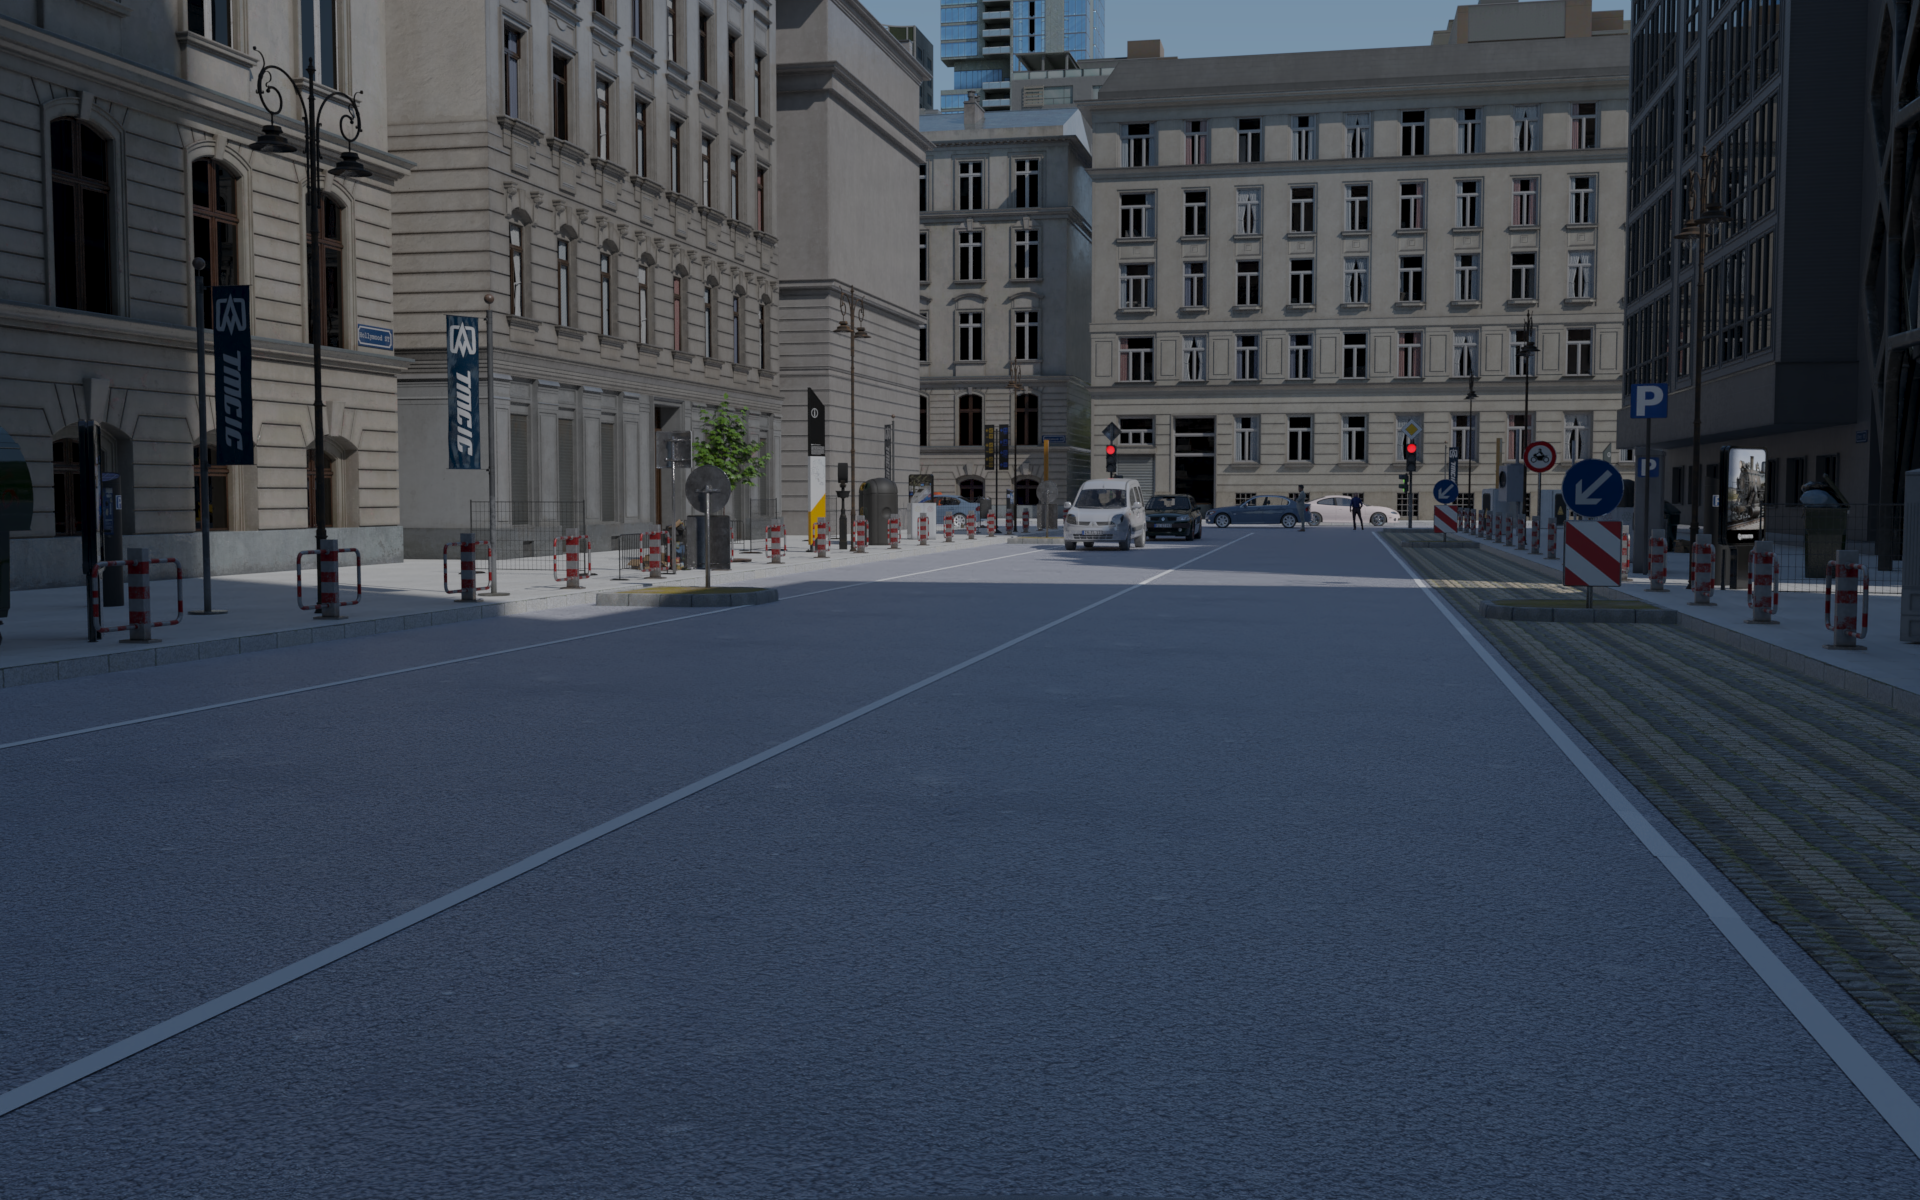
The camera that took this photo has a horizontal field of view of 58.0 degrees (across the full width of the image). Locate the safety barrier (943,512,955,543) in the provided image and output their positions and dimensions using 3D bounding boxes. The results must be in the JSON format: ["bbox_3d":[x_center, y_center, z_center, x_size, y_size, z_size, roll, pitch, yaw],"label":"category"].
[{"bbox_3d":[-0.297,-1.936,45.936,0.300,0.817,1.120,1,4,12],"label":"safety barrier"}]

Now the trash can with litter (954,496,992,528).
[{"bbox_3d":[0.586,-3.329,65.489,2.233,1.210,1.678,-2,4,-34],"label":"trash can with litter"}]

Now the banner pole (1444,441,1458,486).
[{"bbox_3d":[22.967,-5.577,81.204,0.863,3.779,0.401,3,5,40],"label":"banner pole"}]

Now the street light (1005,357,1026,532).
[{"bbox_3d":[1.871,-5.238,58.436,0.468,5.910,1.993,1,4,12],"label":"street light"}]

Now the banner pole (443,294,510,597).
[{"bbox_3d":[-6.035,-1.931,21.583,0.401,3.779,0.863,3,5,40],"label":"banner pole"}]

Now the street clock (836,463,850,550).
[{"bbox_3d":[-2.703,-2.168,40.023,0.358,2.002,0.471,0,4,-1],"label":"street clock"}]

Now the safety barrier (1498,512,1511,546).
[{"bbox_3d":[13.488,-1.727,42.514,0.300,0.817,1.120,1,4,12],"label":"safety barrier"}]

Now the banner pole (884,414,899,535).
[{"bbox_3d":[-2.205,-3.953,54.650,0.401,3.779,0.863,-2,4,-29],"label":"banner pole"}]

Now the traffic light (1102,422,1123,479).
[{"bbox_3d":[5.884,-4.783,67.127,0.839,4.253,0.868,1,4,12],"label":"traffic light"}]

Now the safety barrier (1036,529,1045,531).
[{"bbox_3d":[2.796,-2.802,60.084,0.300,0.817,1.120,1,4,12],"label":"safety barrier"}]

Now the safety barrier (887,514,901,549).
[{"bbox_3d":[-1.529,-1.592,40.301,0.300,0.817,1.120,1,4,12],"label":"safety barrier"}]

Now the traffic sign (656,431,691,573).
[{"bbox_3d":[-4.628,-1.582,28.003,0.606,2.300,0.079,1,4,13],"label":"traffic sign"}]

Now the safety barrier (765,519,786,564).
[{"bbox_3d":[-3.382,-1.073,31.825,0.300,0.817,1.120,1,4,12],"label":"safety barrier"}]

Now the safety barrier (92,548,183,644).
[{"bbox_3d":[-7.076,-0.040,14.929,0.300,0.817,1.120,1,4,12],"label":"safety barrier"}]

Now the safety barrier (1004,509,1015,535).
[{"bbox_3d":[1.554,-2.455,54.417,0.300,0.817,1.120,1,4,12],"label":"safety barrier"}]

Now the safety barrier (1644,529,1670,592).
[{"bbox_3d":[9.174,-0.520,22.777,0.300,0.817,1.120,1,4,12],"label":"safety barrier"}]

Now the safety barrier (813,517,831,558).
[{"bbox_3d":[-2.766,-1.246,34.651,0.300,0.817,1.120,1,4,12],"label":"safety barrier"}]

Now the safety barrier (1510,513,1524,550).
[{"bbox_3d":[12.873,-1.555,39.695,0.300,0.817,1.120,1,4,12],"label":"safety barrier"}]

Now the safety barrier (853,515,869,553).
[{"bbox_3d":[-2.144,-1.419,37.473,0.300,0.817,1.120,1,4,12],"label":"safety barrier"}]

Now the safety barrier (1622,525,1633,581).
[{"bbox_3d":[9.786,-0.692,25.594,0.300,0.817,1.120,1,4,12],"label":"safety barrier"}]

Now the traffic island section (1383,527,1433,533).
[{"bbox_3d":[16.878,-2.604,64.863,2.009,0.180,2.903,1,4,12],"label":"traffic island section"}]

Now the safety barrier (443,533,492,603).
[{"bbox_3d":[-5.838,-0.384,20.560,0.300,0.817,1.120,1,4,12],"label":"safety barrier"}]

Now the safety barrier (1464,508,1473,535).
[{"bbox_3d":[15.962,-2.420,53.836,0.300,0.817,1.120,1,4,12],"label":"safety barrier"}]

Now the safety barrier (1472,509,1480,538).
[{"bbox_3d":[15.344,-2.247,51.006,0.300,0.817,1.120,1,4,12],"label":"safety barrier"}]

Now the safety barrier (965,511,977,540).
[{"bbox_3d":[0.318,-2.109,48.761,0.300,0.817,1.120,1,4,12],"label":"safety barrier"}]

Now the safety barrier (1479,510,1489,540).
[{"bbox_3d":[14.727,-2.074,48.190,0.300,0.817,1.120,1,4,12],"label":"safety barrier"}]

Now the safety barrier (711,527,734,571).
[{"bbox_3d":[-3.995,-0.901,29.009,0.300,0.817,1.120,1,4,12],"label":"safety barrier"}]

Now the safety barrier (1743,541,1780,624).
[{"bbox_3d":[7.940,-0.174,17.128,0.300,0.817,1.120,1,4,12],"label":"safety barrier"}]

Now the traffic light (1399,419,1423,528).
[{"bbox_3d":[16.841,-4.638,64.757,0.839,4.253,0.868,1,4,12],"label":"traffic light"}]

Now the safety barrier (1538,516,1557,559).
[{"bbox_3d":[11.636,-1.209,34.042,0.300,0.817,1.120,1,4,12],"label":"safety barrier"}]

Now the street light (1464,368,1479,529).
[{"bbox_3d":[18.823,-5.572,63.896,0.468,5.910,1.993,1,4,12],"label":"street light"}]

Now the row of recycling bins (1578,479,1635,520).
[{"bbox_3d":[18.315,-2.558,48.934,1.069,1.692,3.534,0,4,3],"label":"row of recycling bins"}]

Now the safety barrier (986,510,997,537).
[{"bbox_3d":[0.935,-2.281,51.577,0.300,0.817,1.120,1,4,12],"label":"safety barrier"}]

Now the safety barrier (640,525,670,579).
[{"bbox_3d":[-4.612,-0.729,26.193,0.300,0.817,1.120,1,4,12],"label":"safety barrier"}]

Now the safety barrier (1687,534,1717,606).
[{"bbox_3d":[8.559,-0.347,19.954,0.300,0.817,1.120,1,4,12],"label":"safety barrier"}]

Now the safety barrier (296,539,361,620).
[{"bbox_3d":[-6.455,-0.212,17.744,0.300,0.817,1.120,1,4,12],"label":"safety barrier"}]

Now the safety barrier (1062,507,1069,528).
[{"bbox_3d":[4.025,-3.147,65.721,0.300,0.817,1.120,1,4,12],"label":"safety barrier"}]

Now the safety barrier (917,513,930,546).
[{"bbox_3d":[-0.914,-1.764,43.117,0.300,0.817,1.120,1,4,12],"label":"safety barrier"}]

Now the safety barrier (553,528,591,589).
[{"bbox_3d":[-5.229,-0.557,23.377,0.300,0.817,1.120,1,4,12],"label":"safety barrier"}]

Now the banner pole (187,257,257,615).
[{"bbox_3d":[-7.835,-1.734,18.375,0.863,3.779,0.401,1,4,16],"label":"banner pole"}]

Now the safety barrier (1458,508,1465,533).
[{"bbox_3d":[16.577,-2.592,56.661,0.300,0.817,1.120,1,4,12],"label":"safety barrier"}]

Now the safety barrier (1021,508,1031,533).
[{"bbox_3d":[2.176,-2.629,57.257,0.300,0.817,1.120,1,4,12],"label":"safety barrier"}]

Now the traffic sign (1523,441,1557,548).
[{"bbox_3d":[13.855,-2.527,41.422,0.768,2.556,0.104,1,4,22],"label":"traffic sign"}]

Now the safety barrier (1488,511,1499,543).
[{"bbox_3d":[14.104,-1.901,45.349,0.300,0.817,1.120,1,4,12],"label":"safety barrier"}]

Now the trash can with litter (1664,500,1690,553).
[{"bbox_3d":[15.726,-1.630,38.034,0.624,1.170,1.055,-2,4,-29],"label":"trash can with litter"}]

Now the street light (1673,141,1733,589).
[{"bbox_3d":[9.887,-3.082,23.186,0.468,5.910,1.993,1,4,12],"label":"street light"}]

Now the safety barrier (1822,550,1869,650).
[{"bbox_3d":[7.323,-0.002,14.312,0.300,0.817,1.120,1,4,12],"label":"safety barrier"}]

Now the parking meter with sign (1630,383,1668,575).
[{"bbox_3d":[11.231,-1.949,28.130,0.543,3.016,1.738,2,4,26],"label":"parking meter with sign"}]

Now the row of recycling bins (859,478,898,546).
[{"bbox_3d":[-2.081,-2.306,44.812,1.069,1.692,3.534,0,4,-5],"label":"row of recycling bins"}]

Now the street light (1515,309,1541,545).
[{"bbox_3d":[14.240,-4.329,43.568,0.468,5.910,1.993,1,4,12],"label":"street light"}]

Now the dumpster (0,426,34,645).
[{"bbox_3d":[-8.470,-0.663,13.338,1.502,2.255,1.985,1,4,12],"label":"dumpster"}]

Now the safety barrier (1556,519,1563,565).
[{"bbox_3d":[11.021,-1.037,31.226,0.300,0.817,1.120,1,4,12],"label":"safety barrier"}]

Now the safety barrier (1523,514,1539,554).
[{"bbox_3d":[12.253,-1.382,36.872,0.300,0.817,1.120,1,4,12],"label":"safety barrier"}]

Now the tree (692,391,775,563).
[{"bbox_3d":[-4.326,-2.332,32.727,1.663,3.219,1.824,0,3,0],"label":"tree"}]

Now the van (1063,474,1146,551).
[{"bbox_3d":[3.823,-2.344,45.329,2.013,2.044,4.112,1,4,14],"label":"van"}]
